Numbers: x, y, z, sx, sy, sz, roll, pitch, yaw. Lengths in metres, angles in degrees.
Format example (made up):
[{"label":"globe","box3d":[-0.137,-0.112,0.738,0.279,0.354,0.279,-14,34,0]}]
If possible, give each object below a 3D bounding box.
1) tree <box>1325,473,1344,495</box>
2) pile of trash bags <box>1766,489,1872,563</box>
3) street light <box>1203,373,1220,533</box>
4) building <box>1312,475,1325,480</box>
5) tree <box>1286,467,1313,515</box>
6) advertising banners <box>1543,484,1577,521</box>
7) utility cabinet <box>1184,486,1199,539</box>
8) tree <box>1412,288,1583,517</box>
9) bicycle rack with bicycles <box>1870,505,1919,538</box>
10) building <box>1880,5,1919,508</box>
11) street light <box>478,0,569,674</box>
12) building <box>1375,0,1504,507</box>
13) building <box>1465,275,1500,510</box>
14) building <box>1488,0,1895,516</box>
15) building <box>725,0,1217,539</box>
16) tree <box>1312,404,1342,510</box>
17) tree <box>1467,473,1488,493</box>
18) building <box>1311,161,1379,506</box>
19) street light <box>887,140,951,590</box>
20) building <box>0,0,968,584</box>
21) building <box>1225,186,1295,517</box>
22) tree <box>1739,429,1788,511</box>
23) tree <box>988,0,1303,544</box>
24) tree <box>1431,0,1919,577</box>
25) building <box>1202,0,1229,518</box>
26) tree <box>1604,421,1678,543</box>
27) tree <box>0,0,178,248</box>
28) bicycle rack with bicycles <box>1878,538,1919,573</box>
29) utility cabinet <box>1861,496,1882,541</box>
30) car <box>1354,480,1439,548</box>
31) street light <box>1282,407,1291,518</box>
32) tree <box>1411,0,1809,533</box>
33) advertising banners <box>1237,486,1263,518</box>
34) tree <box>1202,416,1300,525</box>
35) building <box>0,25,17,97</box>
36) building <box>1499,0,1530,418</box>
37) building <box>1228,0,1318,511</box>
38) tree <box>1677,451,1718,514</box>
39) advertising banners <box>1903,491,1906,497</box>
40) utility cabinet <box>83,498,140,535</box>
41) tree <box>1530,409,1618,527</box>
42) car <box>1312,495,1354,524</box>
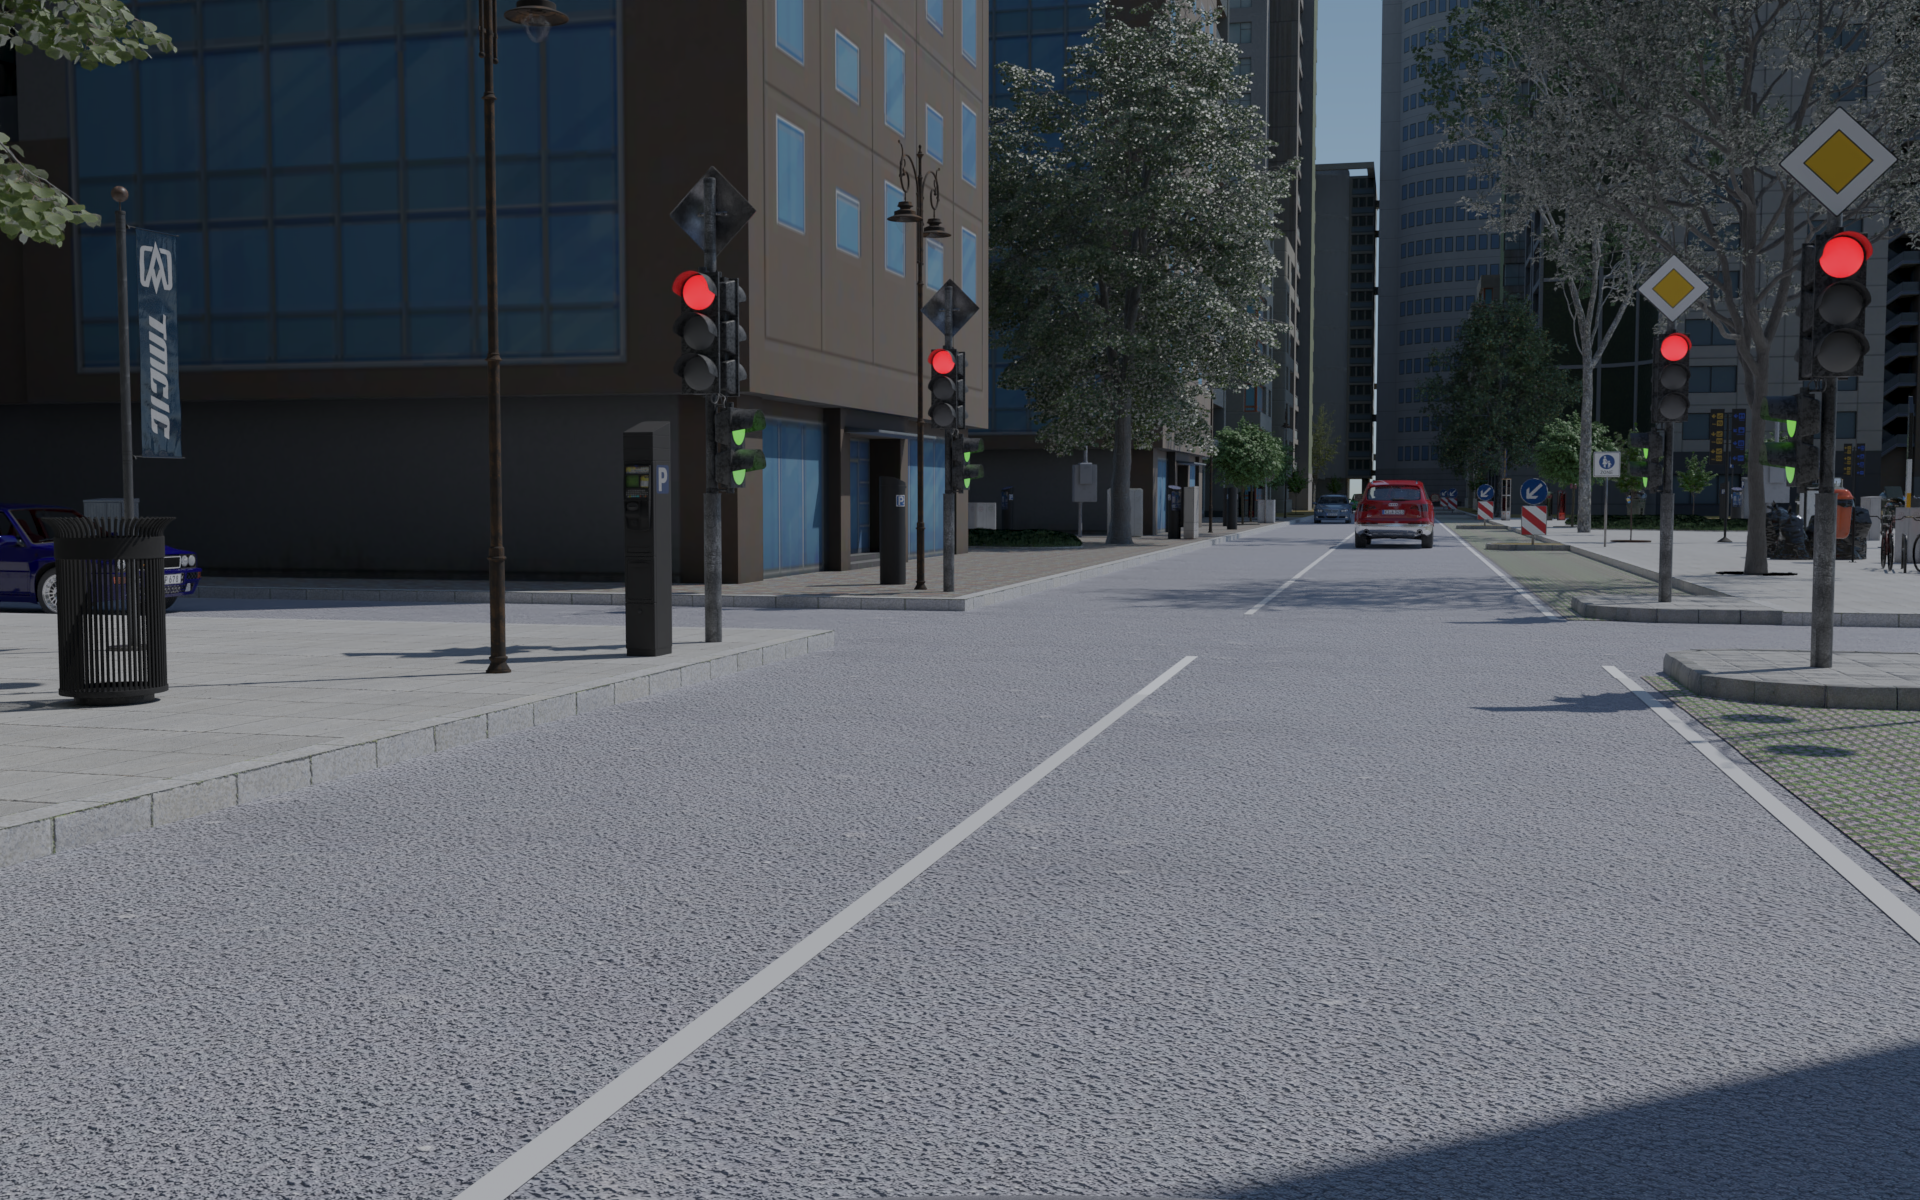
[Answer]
[{"label":"tree","box3d":[34.209,-10.025,158.505,1.663,3.219,1.824,0,3,0]},{"label":"pile of trash bags","box3d":[16.808,-1.476,33.884,1.912,1.369,3.447,1,4,12]},{"label":"street light","box3d":[8.302,-5.165,57.238,0.468,5.910,1.993,1,4,14]},{"label":"building","box3d":[19.064,-31.001,161.496,28.867,44.769,22.147,1,4,14]},{"label":"tree","box3d":[20.872,-6.938,108.045,1.663,3.219,1.824,0,3,0]},{"label":"advertising banners","box3d":[29.174,-5.372,84.025,2.074,3.025,0.090,-1,4,-20]},{"label":"utility cabinet","box3d":[6.620,-2.507,49.664,0.318,1.500,1.173,1,4,14]},{"label":"tree","box3d":[30.308,-11.005,96.943,9.611,12.733,9.660,0,3,0]},{"label":"bicycle rack with bicycles","box3d":[28.994,-2.567,55.359,2.925,0.926,2.852,-3,5,-44]},{"label":"building","box3d":[83.275,-30.467,148.251,14.200,45.320,14.600,1,4,14]},{"label":"street light","box3d":[-3.317,-2.415,12.270,0.468,5.910,1.993,1,4,14]},{"label":"building","box3d":[58.505,-39.148,182.063,28.212,58.520,21.231,1,4,14]},{"label":"building","box3d":[58.035,-18.496,147.445,27.650,21.520,28.899,1,4,14]},{"label":"building","box3d":[44.851,-40.999,108.588,20.563,71.187,20.611,1,4,14]},{"label":"building","box3d":[1.319,-25.108,60.622,14.600,45.320,14.200,1,4,14]},{"label":"tree","box3d":[29.082,-11.709,141.808,4.737,8.622,4.395,0,3,0]},{"label":"tree","box3d":[38.214,-8.156,127.945,1.663,3.219,1.824,0,3,0]},{"label":"building","box3d":[34.702,-30.763,194.854,23.993,40.220,32.217,1,4,14]},{"label":"street light","box3d":[-0.529,-3.076,23.076,0.468,5.910,1.993,1,4,14]},{"label":"building","box3d":[-7.835,-23.319,31.385,14.600,45.320,14.200,1,4,14]},{"label":"building","box3d":[7.080,-16.473,114.377,27.650,21.520,28.899,1,4,14]},{"label":"tree","box3d":[39.580,-6.138,84.070,4.285,4.588,4.351,0,3,0]},{"label":"tree","box3d":[4.139,-8.422,44.351,9.857,13.997,8.962,0,3,0]},{"label":"tree","box3d":[12.586,-7.146,27.207,12.009,13.543,11.850,0,3,0]},{"label":"building","box3d":[1.759,-28.342,87.101,21.300,48.544,21.600,1,4,14]},{"label":"tree","box3d":[17.871,-3.141,45.951,1.663,3.219,1.824,0,3,0]},{"label":"tree","box3d":[-6.041,-5.369,5.914,7.486,12.596,7.792,0,3,0]},{"label":"bicycle rack with bicycles","box3d":[16.303,-0.914,28.325,2.852,0.926,2.925,2,4,28]},{"label":"utility cabinet","box3d":[25.266,-2.258,48.086,0.306,1.237,1.020,1,4,14]},{"label":"car","box3d":[11.931,-2.370,47.421,2.281,1.827,5.304,1,4,16]},{"label":"street light","box3d":[17.317,-7.295,92.066,0.468,5.910,1.993,1,4,14]},{"label":"tree","box3d":[21.988,-12.251,56.187,12.611,20.169,13.585,0,3,0]},{"label":"advertising banners","box3d":[15.783,-5.974,93.866,0.090,3.025,2.074,-2,4,-35]},{"label":"tree","box3d":[11.792,-5.423,72.380,4.285,4.588,4.351,0,3,0]},{"label":"building","box3d":[-21.461,-16.074,34.515,14.107,30.474,14.160,1,4,14]},{"label":"building","box3d":[47.072,-27.150,127.505,14.154,41.232,14.086,1,4,14]},{"label":"building","box3d":[19.693,-27.469,132.718,14.154,41.232,14.086,1,4,14]},{"label":"tree","box3d":[32.484,-5.029,76.820,1.663,3.219,1.824,0,3,0]},{"label":"advertising banners","box3d":[42.950,-5.041,78.610,0.090,3.025,2.074,2,4,33]},{"label":"utility cabinet","box3d":[-12.483,-0.876,25.485,1.020,1.237,0.306,2,4,35]},{"label":"tree","box3d":[23.747,-5.094,66.997,4.285,4.588,4.351,0,3,0]},{"label":"car","box3d":[18.466,-4.507,85.685,2.014,1.417,4.499,1,4,14]}]
